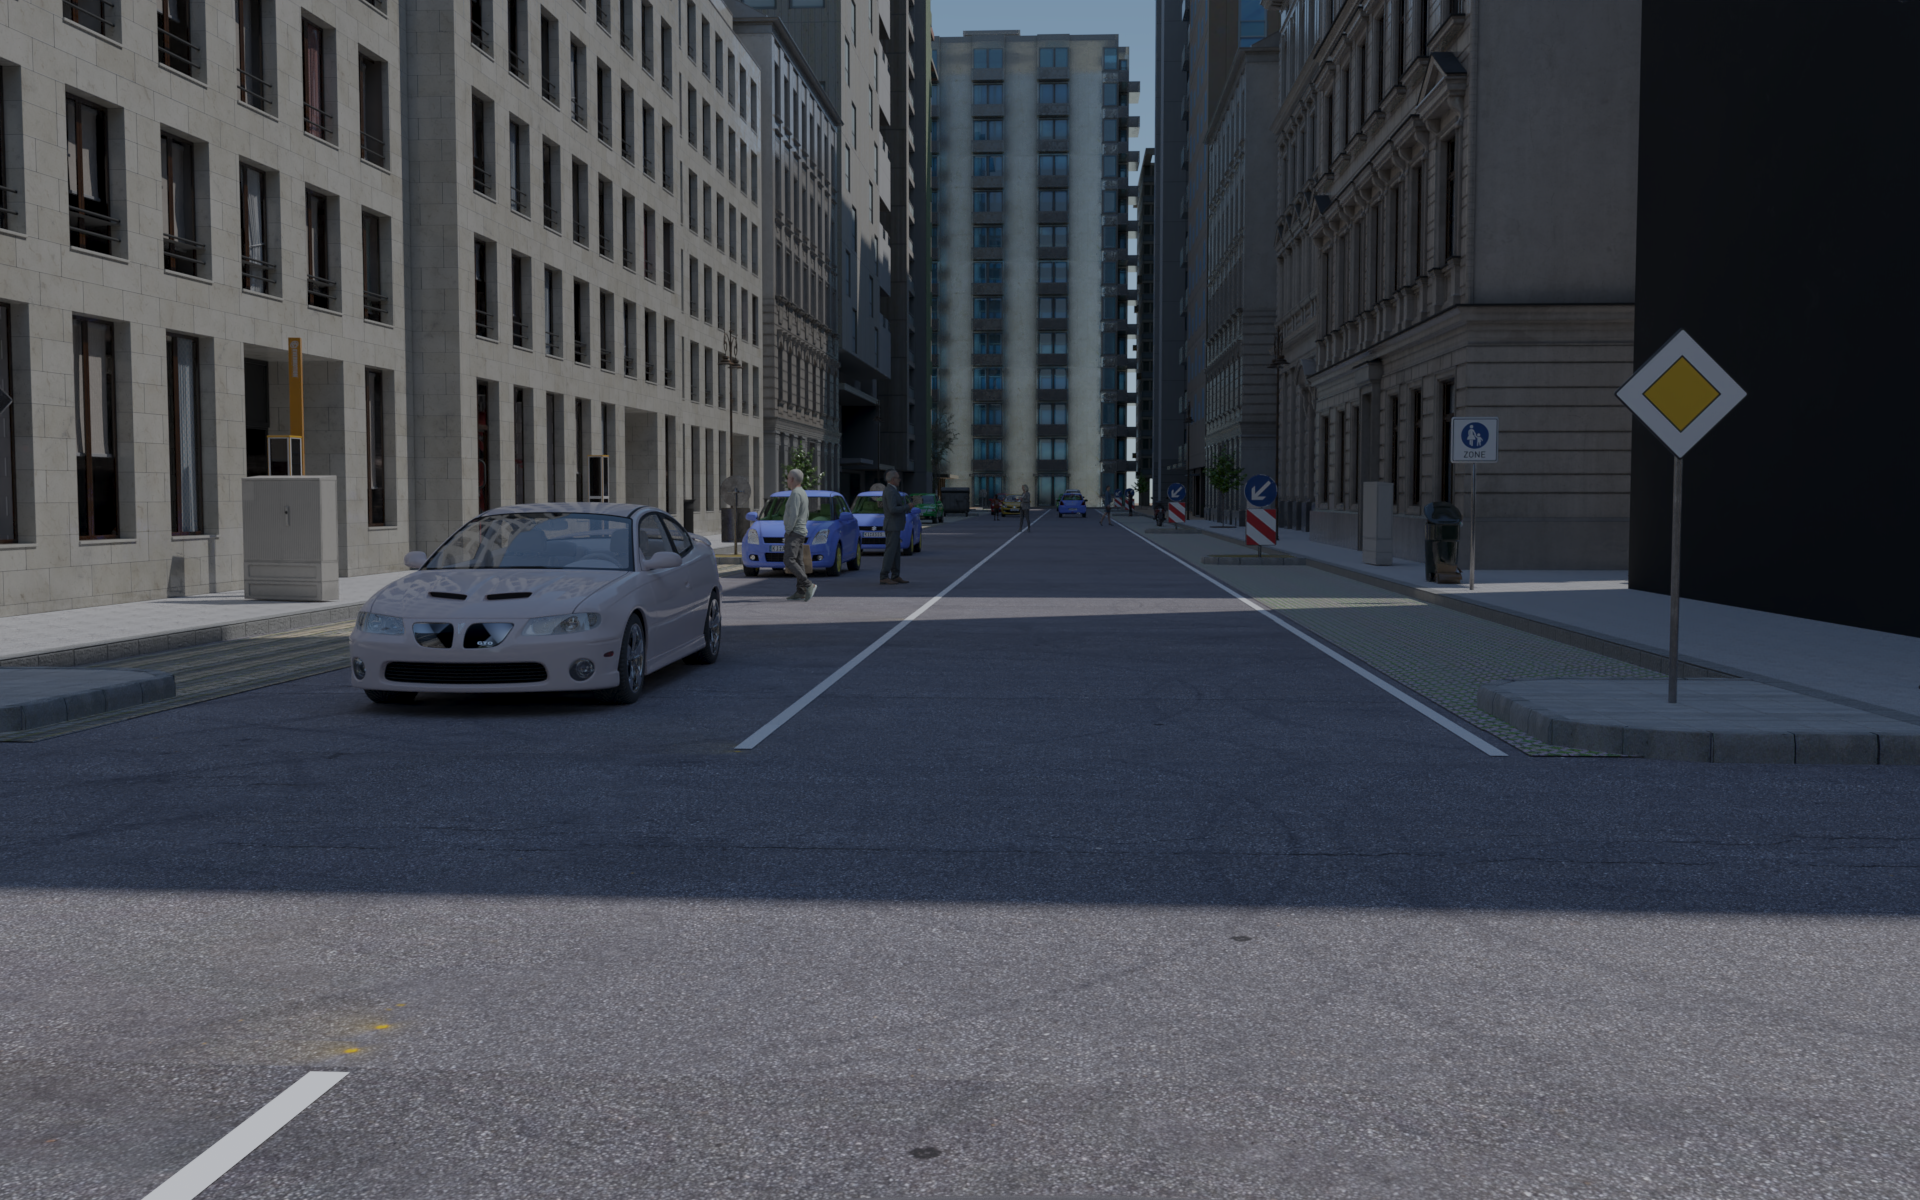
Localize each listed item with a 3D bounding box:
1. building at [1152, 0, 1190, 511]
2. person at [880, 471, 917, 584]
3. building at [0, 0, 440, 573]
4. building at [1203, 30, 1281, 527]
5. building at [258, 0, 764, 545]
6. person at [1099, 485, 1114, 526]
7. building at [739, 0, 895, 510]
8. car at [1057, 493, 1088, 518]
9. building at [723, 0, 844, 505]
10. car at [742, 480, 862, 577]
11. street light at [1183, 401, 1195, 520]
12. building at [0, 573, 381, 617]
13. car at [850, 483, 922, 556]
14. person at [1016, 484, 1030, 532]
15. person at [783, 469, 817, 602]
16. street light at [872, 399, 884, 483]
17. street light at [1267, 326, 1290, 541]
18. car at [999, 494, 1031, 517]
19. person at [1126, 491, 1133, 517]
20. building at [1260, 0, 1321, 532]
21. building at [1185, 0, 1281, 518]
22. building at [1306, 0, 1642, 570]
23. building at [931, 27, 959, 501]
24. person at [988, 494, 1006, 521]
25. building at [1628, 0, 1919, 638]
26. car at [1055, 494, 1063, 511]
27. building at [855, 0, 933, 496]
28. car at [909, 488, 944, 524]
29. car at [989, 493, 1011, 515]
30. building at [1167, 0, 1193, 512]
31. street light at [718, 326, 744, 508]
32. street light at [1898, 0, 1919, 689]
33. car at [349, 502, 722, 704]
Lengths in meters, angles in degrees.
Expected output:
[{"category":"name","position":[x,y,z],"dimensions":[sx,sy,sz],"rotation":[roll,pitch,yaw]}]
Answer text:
[{"category":"building","position":[26.789,-36.860,144.656],"dimensions":[21.231,58.520,28.212],"rotation":[0,4,4]},{"category":"person","position":[-0.990,-1.154,27.547],"dimensions":[0.590,1.801,0.661],"rotation":[-1,4,-9]},{"category":"building","position":[-13.069,-11.175,37.464],"dimensions":[10.420,20.320,16.860],"rotation":[0,4,4]},{"category":"building","position":[16.226,-13.883,76.133],"dimensions":[9.793,20.994,18.267],"rotation":[0,4,4]},{"category":"building","position":[-12.845,-12.206,54.312],"dimensions":[10.420,20.320,16.860],"rotation":[0,4,4]},{"category":"person","position":[6.667,-4.290,78.671],"dimensions":[0.654,1.822,0.581],"rotation":[1,4,20]},{"category":"building","position":[-18.494,-31.254,100.248],"dimensions":[28.713,52.752,27.495],"rotation":[0,4,4]},{"category":"car","position":[6.904,-5.926,106.483],"dimensions":[1.945,1.707,3.694],"rotation":[0,4,3]},{"category":"building","position":[-10.855,-13.658,72.452],"dimensions":[9.793,20.994,18.267],"rotation":[0,4,4]},{"category":"car","position":[-2.824,-1.325,31.253],"dimensions":[1.945,1.707,3.694],"rotation":[0,4,5]},{"category":"street light","position":[11.220,-6.866,85.049],"dimensions":[0.468,5.910,1.993],"rotation":[0,4,4]},{"category":"building","position":[-14.927,-10.151,20.720],"dimensions":[10.420,20.320,16.860],"rotation":[0,4,4]},{"category":"car","position":[-1.866,-1.951,41.489],"dimensions":[1.945,1.707,3.694],"rotation":[0,4,3]},{"category":"person","position":[2.402,-3.438,64.892],"dimensions":[0.526,1.800,0.537],"rotation":[-2,4,-24]},{"category":"person","position":[-2.153,-0.881,23.387],"dimensions":[0.515,1.767,0.782],"rotation":[0,4,4]},{"category":"street light","position":[-3.959,-6.814,84.201],"dimensions":[0.468,5.910,1.993],"rotation":[0,4,4]},{"category":"street light","position":[8.748,-4.584,47.736],"dimensions":[0.468,5.910,1.993],"rotation":[0,4,4]},{"category":"car","position":[3.464,-6.029,108.798],"dimensions":[2.015,1.641,3.980],"rotation":[0,4,3]},{"category":"person","position":[10.754,-6.100,109.712],"dimensions":[0.415,1.643,0.593],"rotation":[0,4,3]},{"category":"building","position":[16.399,-13.938,56.766],"dimensions":[11.050,23.489,19.941],"rotation":[0,4,4]},{"category":"building","position":[19.734,-27.091,93.047],"dimensions":[14.600,45.320,14.200],"rotation":[0,4,4]},{"category":"building","position":[13.680,-10.571,37.456],"dimensions":[10.561,19.102,19.286],"rotation":[0,4,4]},{"category":"building","position":[-15.215,-30.394,151.568],"dimensions":[28.867,44.769,22.147],"rotation":[0,4,4]},{"category":"person","position":[1.984,-5.020,93.837],"dimensions":[1.065,1.426,0.557],"rotation":[-2,4,-25]},{"category":"building","position":[16.557,-11.405,16.142],"dimensions":[15.834,23.373,12.332],"rotation":[0,4,4]},{"category":"car","position":[8.888,-8.255,143.759],"dimensions":[1.959,1.807,4.718],"rotation":[0,4,3]},{"category":"building","position":[-9.490,-26.742,120.823],"dimensions":[14.154,41.232,14.086],"rotation":[0,4,4]},{"category":"car","position":[-1.821,-4.627,84.447],"dimensions":[1.959,1.807,4.718],"rotation":[0,4,5]},{"category":"car","position":[3.068,-6.701,118.602],"dimensions":[2.155,1.783,4.494],"rotation":[0,4,4]},{"category":"building","position":[26.391,-30.324,115.408],"dimensions":[23.786,49.044,30.456],"rotation":[0,4,4]},{"category":"street light","position":[-6.331,-4.597,47.948],"dimensions":[0.468,5.910,1.993],"rotation":[0,4,4]},{"category":"street light","position":[6.401,-2.349,11.200],"dimensions":[0.468,5.910,1.993],"rotation":[0,4,4]},{"category":"car","position":[-3.056,-0.060,13.348],"dimensions":[2.083,1.381,4.827],"rotation":[0,4,3]}]
